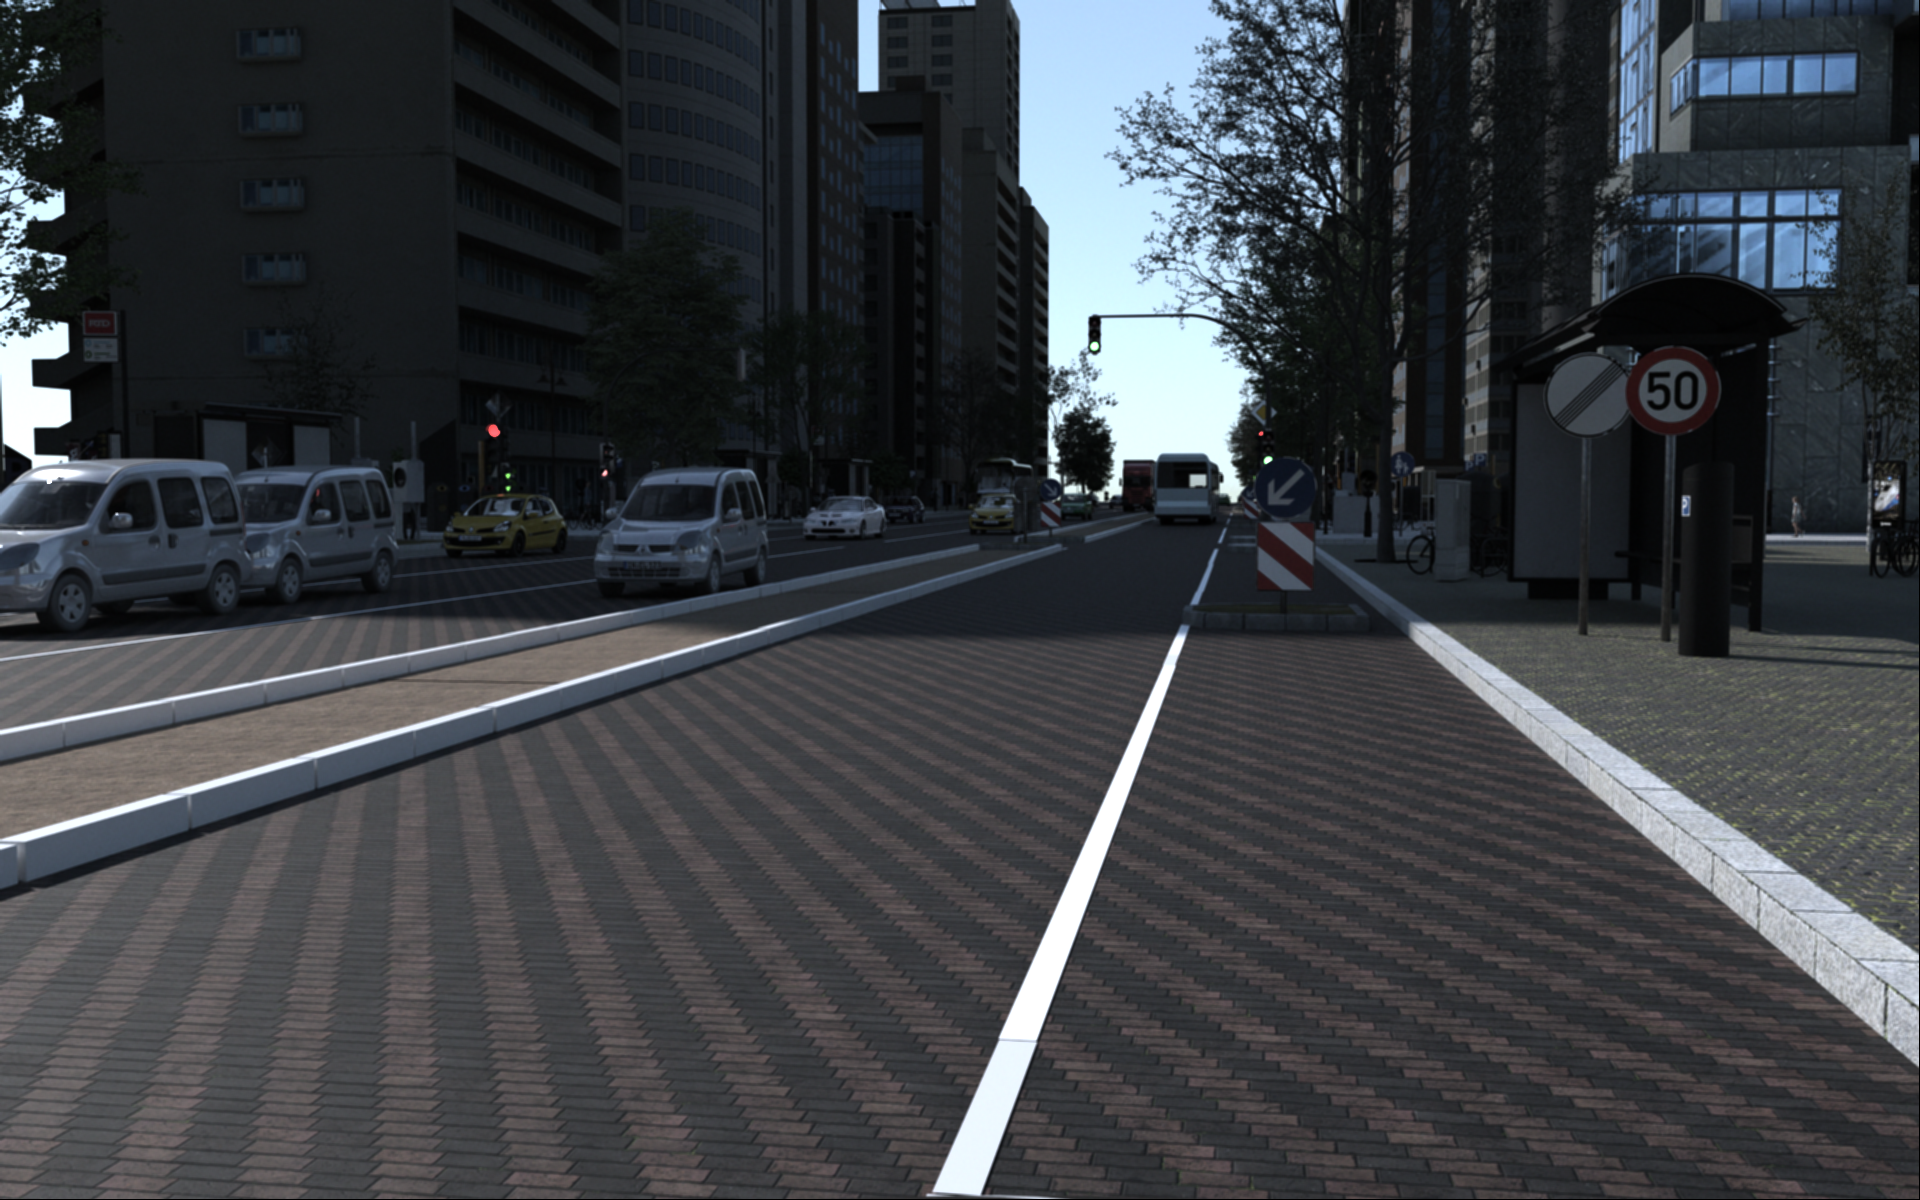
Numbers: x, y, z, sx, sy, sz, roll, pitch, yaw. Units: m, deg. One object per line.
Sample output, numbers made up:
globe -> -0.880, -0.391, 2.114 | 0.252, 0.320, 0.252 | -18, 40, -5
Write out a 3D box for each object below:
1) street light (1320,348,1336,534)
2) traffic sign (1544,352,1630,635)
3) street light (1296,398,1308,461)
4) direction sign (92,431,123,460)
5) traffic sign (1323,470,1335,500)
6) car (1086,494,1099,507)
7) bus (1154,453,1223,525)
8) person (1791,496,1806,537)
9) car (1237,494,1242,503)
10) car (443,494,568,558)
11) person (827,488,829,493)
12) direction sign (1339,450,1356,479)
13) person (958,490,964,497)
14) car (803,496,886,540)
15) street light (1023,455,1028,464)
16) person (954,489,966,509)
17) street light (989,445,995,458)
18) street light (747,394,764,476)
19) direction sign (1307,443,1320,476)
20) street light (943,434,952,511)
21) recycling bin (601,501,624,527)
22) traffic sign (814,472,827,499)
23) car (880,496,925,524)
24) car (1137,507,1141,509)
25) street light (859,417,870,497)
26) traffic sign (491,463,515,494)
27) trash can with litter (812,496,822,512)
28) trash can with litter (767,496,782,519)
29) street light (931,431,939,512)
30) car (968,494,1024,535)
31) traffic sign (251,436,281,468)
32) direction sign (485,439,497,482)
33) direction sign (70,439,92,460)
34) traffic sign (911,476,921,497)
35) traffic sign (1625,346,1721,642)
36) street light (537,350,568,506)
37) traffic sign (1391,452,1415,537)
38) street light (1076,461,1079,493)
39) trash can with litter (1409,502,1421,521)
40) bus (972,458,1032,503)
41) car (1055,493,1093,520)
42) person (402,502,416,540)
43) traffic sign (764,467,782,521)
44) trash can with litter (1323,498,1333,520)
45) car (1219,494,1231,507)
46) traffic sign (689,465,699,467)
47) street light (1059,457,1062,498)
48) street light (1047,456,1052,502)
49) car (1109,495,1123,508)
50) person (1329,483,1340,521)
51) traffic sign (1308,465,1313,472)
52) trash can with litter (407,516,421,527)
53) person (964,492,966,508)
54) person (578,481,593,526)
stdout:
street light -> 11.656, -5.031, 55.037 | 0.468, 5.910, 1.993 | 1, 4, 9
traffic sign -> 5.672, -0.953, 15.692 | 0.768, 2.556, 0.104 | 1, 4, 14
street light -> 15.423, -6.445, 78.171 | 0.468, 5.910, 1.993 | 1, 4, 9
direction sign -> -30.317, -4.272, 61.840 | 0.876, 3.537, 0.379 | 0, 4, -2
traffic sign -> 18.908, -5.458, 89.237 | 0.884, 2.594, 0.081 | 1, 4, 11
car -> 14.296, -10.941, 190.684 | 2.131, 1.459, 4.920 | 1, 4, 10
bus -> 11.230, -5.500, 84.779 | 2.948, 3.499, 13.247 | 1, 4, 10
person -> 24.898, -2.471, 51.457 | 0.382, 1.210, 0.505 | 3, 5, 40
car -> 44.694, -16.123, 273.396 | 2.009, 1.686, 4.222 | 1, 4, 10
car -> -10.582, -1.843, 40.358 | 2.015, 1.641, 3.980 | 1, 4, 9
person -> -9.842, -7.598, 130.672 | 0.834, 1.777, 0.661 | 0, 4, -5
direction sign -> 20.089, -5.988, 89.903 | 0.876, 3.537, 0.379 | 0, 4, -5
person -> 0.047, -12.101, 204.605 | 0.721, 1.743, 1.217 | 3, 5, 40
car -> -3.646, -2.637, 55.472 | 2.083, 1.381, 4.827 | 1, 4, 10
street light -> 6.686, -12.526, 177.589 | 0.468, 5.910, 1.993 | 1, 4, 9
person -> 0.006, -8.403, 144.217 | 1.217, 1.735, 0.721 | 2, 4, 24
street light -> 2.808, -11.082, 153.974 | 0.468, 5.910, 1.993 | 1, 4, 9
street light -> -9.307, -6.461, 78.425 | 0.468, 5.910, 1.993 | 1, 4, 9
direction sign -> 15.611, -5.170, 76.534 | 0.876, 3.537, 0.379 | -3, 4, -37
street light -> -0.971, -9.659, 130.714 | 0.468, 5.910, 1.993 | 1, 4, 9
recycling bin -> -13.580, -3.376, 67.752 | 0.722, 1.027, 0.722 | 0, 4, 8
traffic sign -> -7.936, -6.021, 98.555 | 0.768, 2.556, 0.104 | 1, 4, 11
car -> -2.844, -4.425, 84.929 | 1.945, 1.354, 3.894 | 1, 4, 9
car -> 18.709, -10.012, 172.371 | 2.281, 1.827, 5.304 | 1, 4, 8
street light -> -5.610, -7.865, 101.377 | 0.468, 5.910, 1.993 | 1, 4, 9
traffic sign -> -14.473, -3.351, 54.797 | 0.884, 2.594, 0.081 | 1, 4, 19
trash can with litter -> -7.926, -5.276, 97.647 | 0.624, 1.170, 1.055 | -2, 4, -34
trash can with litter -> -9.679, -4.755, 89.128 | 1.055, 1.170, 0.624 | 0, 4, 3
street light -> -1.790, -9.311, 125.024 | 0.468, 5.910, 1.993 | 1, 4, 9
car -> 1.380, -3.197, 62.489 | 2.015, 1.641, 3.980 | 1, 4, 9
traffic sign -> -15.680, -2.412, 39.173 | 0.795, 2.593, 0.064 | 1, 4, 17
direction sign -> -19.310, -4.875, 71.706 | 0.379, 3.537, 0.876 | 2, 4, 31
direction sign -> -36.100, -4.850, 71.298 | 0.876, 3.537, 0.379 | -2, 4, -26
traffic sign -> -3.131, -7.518, 123.017 | 0.768, 2.556, 0.104 | 1, 4, 15
traffic sign -> 6.144, -0.911, 14.999 | 0.768, 2.556, 0.104 | 1, 4, 18
street light -> -13.028, -5.057, 55.477 | 0.468, 5.910, 1.993 | 1, 4, 9
traffic sign -> 13.275, -3.180, 52.097 | 0.768, 2.556, 0.104 | 1, 4, 10
street light -> 16.069, -16.118, 236.323 | 0.468, 5.910, 1.993 | 1, 4, 9
trash can with litter -> 21.633, -4.282, 81.403 | 1.055, 1.170, 0.624 | 2, 4, 26
bus -> 3.131, -7.917, 120.990 | 2.896, 3.916, 12.252 | 1, 4, 9
car -> 6.310, -5.340, 96.102 | 1.959, 1.807, 4.718 | 1, 4, 11
person -> -16.529, -2.645, 51.933 | 0.473, 1.802, 0.592 | 3, 5, 41
traffic sign -> -8.872, -5.020, 82.076 | 0.884, 2.594, 0.081 | 1, 4, 16
trash can with litter -> 18.289, -4.575, 86.193 | 0.624, 1.170, 1.055 | -3, 4, -37
car -> 30.203, -11.659, 199.414 | 1.959, 1.807, 4.718 | 1, 4, 11
traffic sign -> -11.578, -4.598, 75.277 | 0.768, 2.556, 0.104 | 1, 4, 14
street light -> 12.372, -14.679, 212.786 | 0.468, 5.910, 1.993 | 1, 4, 9
street light -> 10.418, -13.957, 200.981 | 0.468, 5.910, 1.993 | 1, 4, 9
car -> 16.048, -9.954, 175.330 | 1.945, 1.354, 3.894 | 1, 4, 9
person -> 17.886, -4.681, 82.752 | 0.661, 1.801, 0.590 | 3, 4, 36
traffic sign -> 15.095, -4.622, 75.676 | 0.768, 2.556, 0.104 | 1, 4, 11
trash can with litter -> -21.054, -3.439, 67.281 | 1.678, 1.210, 2.233 | -3, 5, -43
person -> 0.618, -9.496, 161.972 | 0.621, 1.740, 0.551 | 0, 4, 0
person -> -14.916, -3.861, 69.193 | 0.654, 1.822, 0.581 | 0, 4, 6
